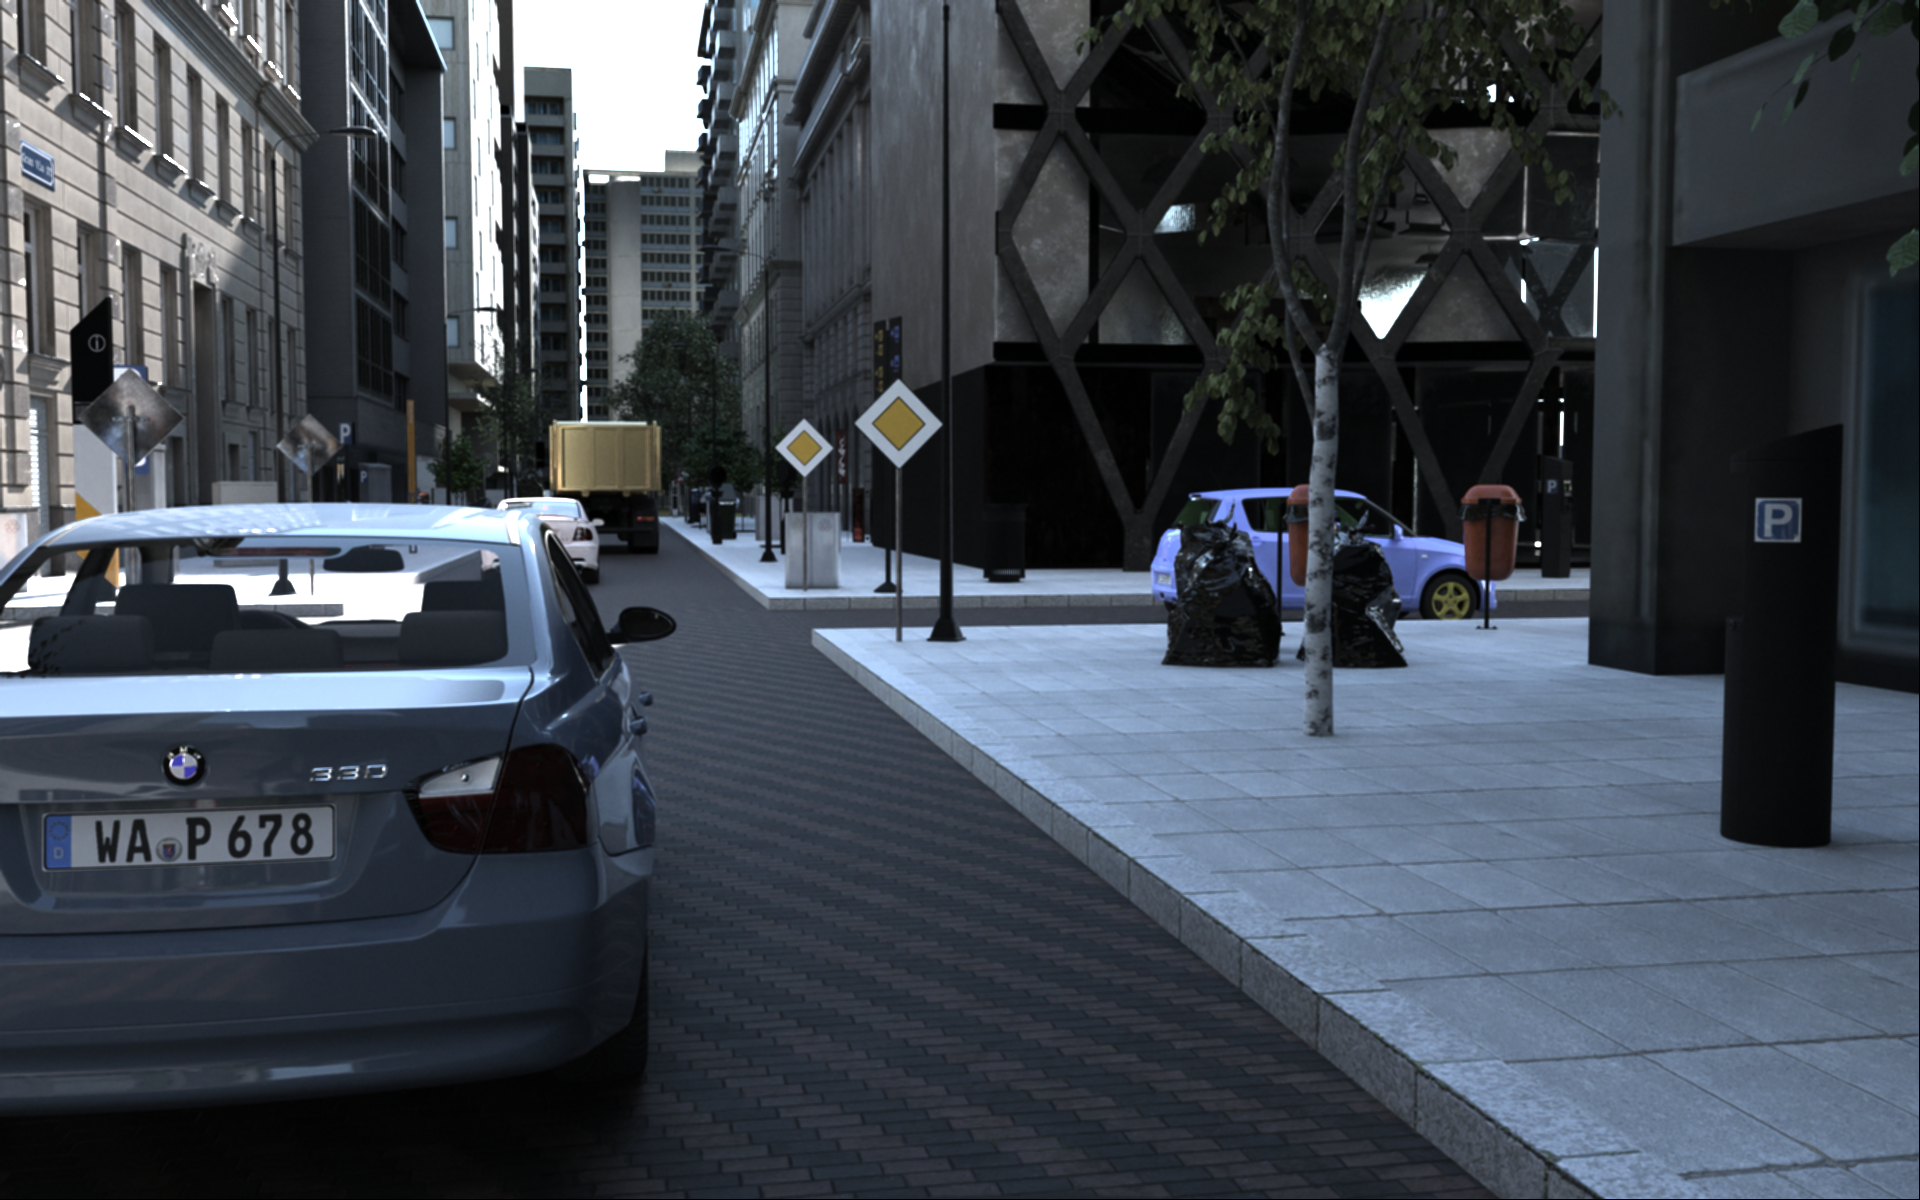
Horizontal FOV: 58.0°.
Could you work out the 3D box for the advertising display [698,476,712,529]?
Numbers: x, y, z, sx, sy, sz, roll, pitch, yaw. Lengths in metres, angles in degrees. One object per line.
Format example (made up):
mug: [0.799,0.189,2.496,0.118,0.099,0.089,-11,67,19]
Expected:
advertising display: [-9.037,-3.525,62.841,0.974,1.923,0.123,1,4,15]

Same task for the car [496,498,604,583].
car: [-7.001,-1.016,28.981,2.083,1.381,4.827,-1,4,-13]

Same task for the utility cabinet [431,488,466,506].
utility cabinet: [-18.329,-3.268,62.103,1.173,1.500,0.318,-2,4,-35]

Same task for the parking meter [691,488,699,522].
parking meter: [-12.009,-4.289,78.539,0.372,1.533,0.369,0,3,0]

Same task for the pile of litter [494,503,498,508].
pile of litter: [-22.318,-4.260,83.614,1.719,0.858,1.176,-2,4,-33]

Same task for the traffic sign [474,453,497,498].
traffic sign: [-14.745,-3.277,53.691,0.768,2.556,0.104,0,4,-2]

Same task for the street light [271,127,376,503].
street light: [-8.077,-3.023,21.963,1.470,5.913,1.316,-1,4,-11]

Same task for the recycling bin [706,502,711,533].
recycling bin: [-7.893,-2.723,57.070,0.722,1.027,0.722,1,4,14]

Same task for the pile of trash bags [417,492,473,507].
pile of trash bags: [-26.093,-4.755,87.492,1.912,1.369,3.447,1,4,23]

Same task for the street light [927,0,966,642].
street light: [-0.651,-2.592,14.922,1.470,5.913,1.316,-1,4,-11]

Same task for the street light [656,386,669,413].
street light: [-12.203,-6.250,74.723,1.470,5.913,1.316,-1,4,-11]

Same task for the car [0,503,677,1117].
car: [-1.872,0.407,5.345,2.014,1.417,4.499,-1,4,-11]

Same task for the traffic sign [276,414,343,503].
traffic sign: [-8.138,-1.105,21.709,0.795,2.450,0.064,-1,4,-11]

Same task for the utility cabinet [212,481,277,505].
utility cabinet: [-12.615,-1.347,30.704,0.318,1.500,1.173,3,5,39]

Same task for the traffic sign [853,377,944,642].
traffic sign: [-0.534,-0.696,15.022,0.795,2.450,0.064,-1,4,-11]

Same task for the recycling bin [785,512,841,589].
recycling bin: [-2.013,-0.686,23.766,0.722,1.027,0.722,0,4,-1]

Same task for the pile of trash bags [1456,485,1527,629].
pile of trash bags: [6.413,-0.393,16.176,3.447,1.369,1.912,1,4,21]

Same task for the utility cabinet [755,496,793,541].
utility cabinet: [-5.149,-2.253,47.992,1.020,1.237,0.306,-2,4,-26]

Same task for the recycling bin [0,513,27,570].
recycling bin: [-12.598,-0.609,22.519,0.722,1.027,0.722,-3,5,-40]

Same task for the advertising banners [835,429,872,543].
advertising banners: [-2.687,-3.053,46.102,0.090,3.025,2.074,-3,5,-40]

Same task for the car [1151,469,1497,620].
car: [3.969,-0.569,18.892,3.694,1.707,1.945,-1,4,-10]

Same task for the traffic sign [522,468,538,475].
traffic sign: [-20.828,-5.127,83.935,0.768,2.556,0.104,0,4,-6]

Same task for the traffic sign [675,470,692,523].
traffic sign: [-12.179,-4.693,76.727,0.884,2.594,0.081,0,4,-1]

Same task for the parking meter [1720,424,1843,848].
parking meter: [3.039,0.122,6.414,0.372,1.533,0.369,0,3,0]

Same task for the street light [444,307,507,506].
street light: [-12.165,-4.308,42.984,1.470,5.913,1.316,-1,4,-11]

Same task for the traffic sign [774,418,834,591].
traffic sign: [-2.052,-1.176,22.862,0.795,2.450,0.064,-1,4,-11]

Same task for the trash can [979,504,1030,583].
trash can: [0.646,-0.832,25.256,0.748,1.137,0.748,0,3,0]

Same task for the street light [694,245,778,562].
street light: [-4.168,-3.674,32.616,1.470,5.913,1.316,-1,4,-11]

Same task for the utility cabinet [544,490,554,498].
utility cabinet: [-22.241,-5.201,93.710,0.318,1.500,1.173,-2,4,-32]

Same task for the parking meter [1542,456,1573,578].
parking meter: [9.143,-1.271,26.500,0.255,1.863,0.399,-2,4,-32]

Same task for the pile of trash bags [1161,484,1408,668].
pile of trash bags: [2.752,-0.279,14.312,1.912,1.369,3.447,1,4,16]

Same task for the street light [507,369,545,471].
street light: [-16.287,-5.603,64.143,1.470,5.913,1.316,-1,4,-11]

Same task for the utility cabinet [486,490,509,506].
utility cabinet: [-22.785,-4.673,85.077,1.173,1.500,0.318,-3,4,-36]

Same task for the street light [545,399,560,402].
street light: [-20.231,-6.874,84.928,1.470,5.913,1.316,-1,4,-11]

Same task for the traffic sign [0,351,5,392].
traffic sign: [-7.216,-0.750,12.368,0.768,2.556,0.104,0,4,-6]

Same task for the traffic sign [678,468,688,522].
traffic sign: [-12.721,-4.921,80.570,0.768,2.556,0.104,0,4,-7]

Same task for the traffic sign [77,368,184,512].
traffic sign: [-6.619,-0.625,13.869,0.795,2.450,0.064,-1,4,-11]

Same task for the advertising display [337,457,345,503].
advertising display: [-10.961,-1.559,30.708,0.123,1.923,0.974,-1,4,-19]

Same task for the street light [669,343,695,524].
street light: [-8.154,-4.959,53.621,1.470,5.913,1.316,-1,4,-11]

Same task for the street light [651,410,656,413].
street light: [-16.441,-7.576,96.407,1.470,5.913,1.316,-1,4,-11]

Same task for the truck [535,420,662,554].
truck: [-9.316,-3.004,45.044,3.469,3.379,9.791,-1,4,-13]
